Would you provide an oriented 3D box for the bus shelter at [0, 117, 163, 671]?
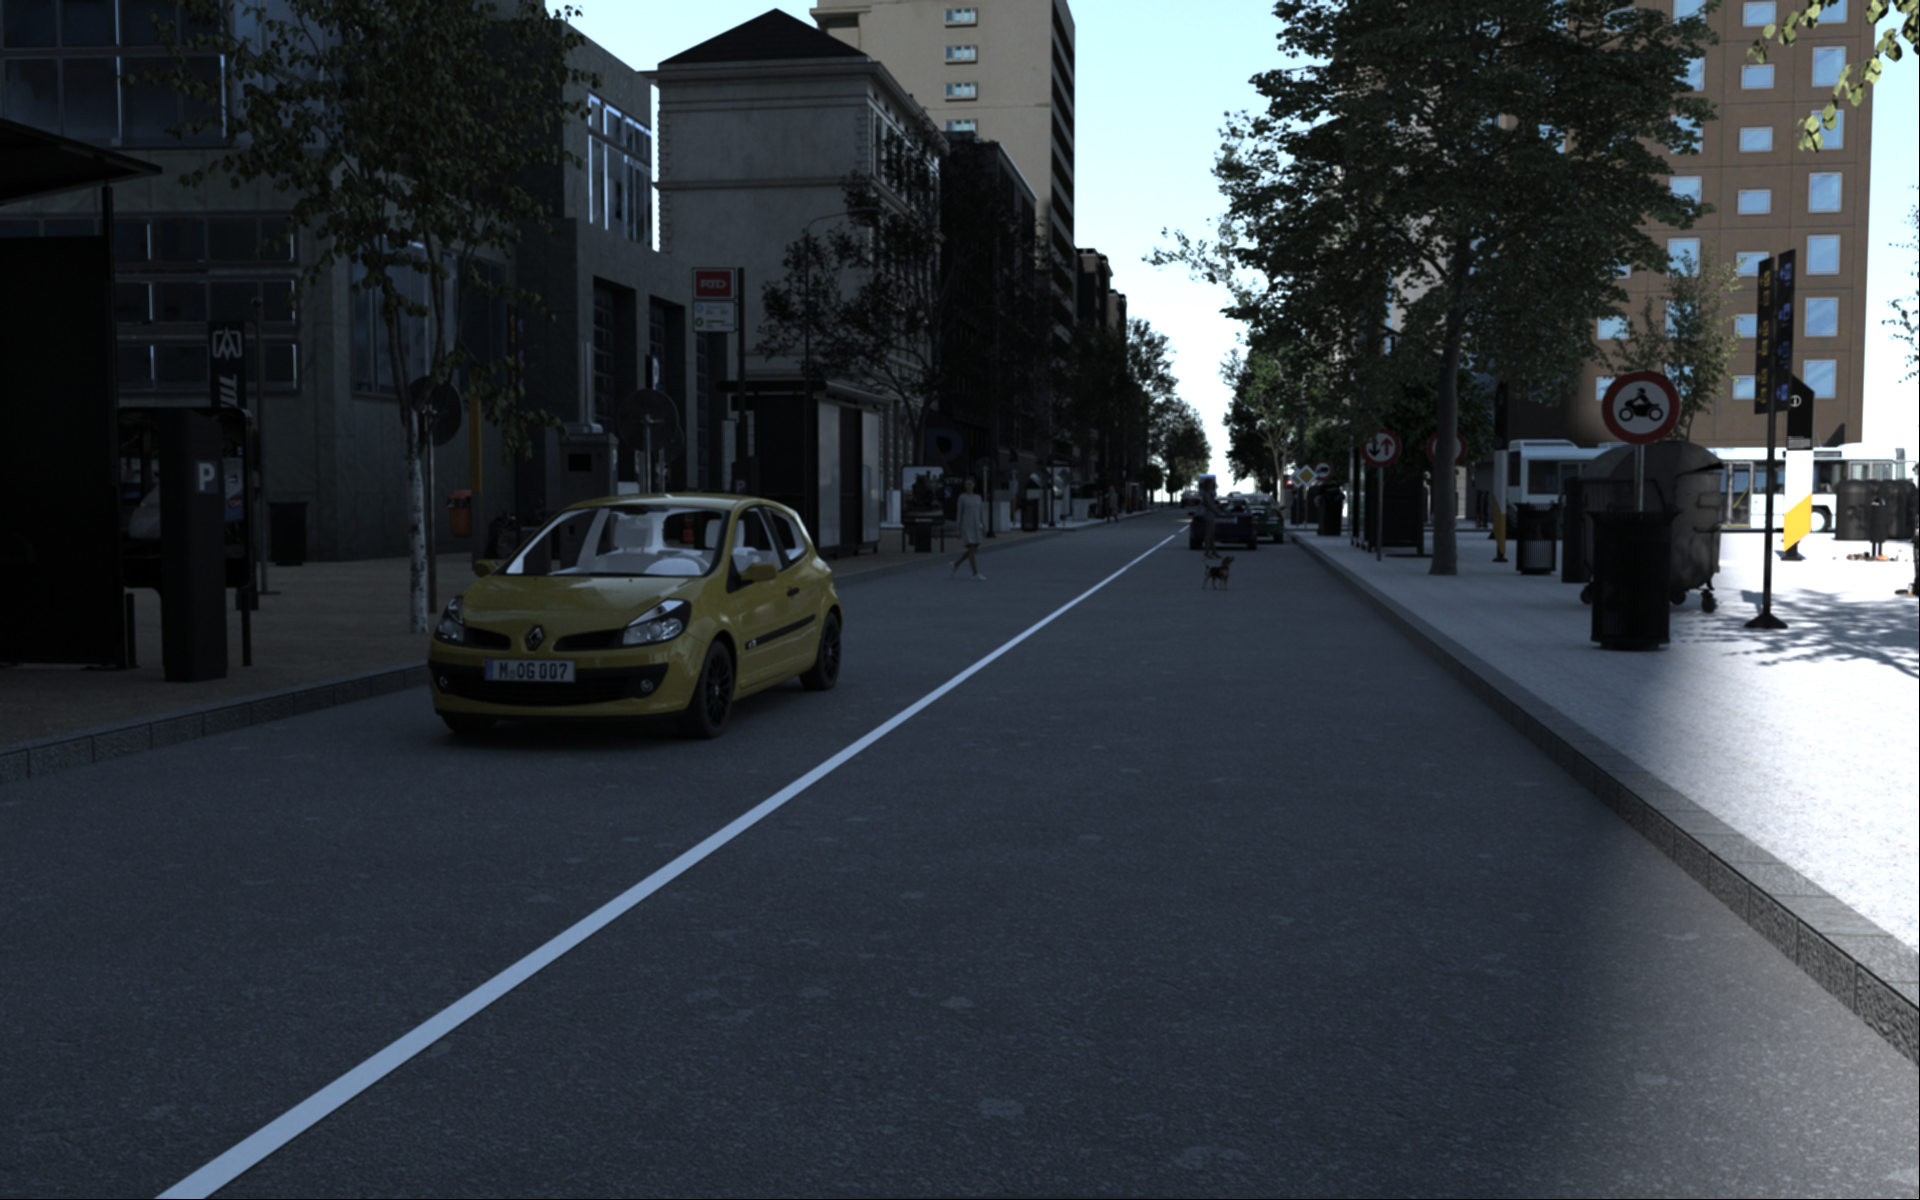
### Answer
[{"bbox_3d":[-7.051,-1.123,9.640,1.731,3.624,6.357,1,4,9],"label":"bus shelter"}]

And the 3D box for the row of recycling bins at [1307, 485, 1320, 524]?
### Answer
[{"bbox_3d":[15.988,-4.267,76.884,1.069,1.692,3.534,1,4,16],"label":"row of recycling bins"}]

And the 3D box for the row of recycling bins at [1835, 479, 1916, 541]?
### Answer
[{"bbox_3d":[25.683,-2.527,48.428,3.534,1.692,1.069,-3,4,-36],"label":"row of recycling bins"}]

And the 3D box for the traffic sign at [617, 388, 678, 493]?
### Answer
[{"bbox_3d":[-3.775,-1.273,20.920,0.768,2.556,0.104,1,4,9],"label":"traffic sign"}]

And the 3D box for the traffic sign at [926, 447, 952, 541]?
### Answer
[{"bbox_3d":[-0.656,-2.913,47.639,0.884,2.594,0.081,1,4,16],"label":"traffic sign"}]

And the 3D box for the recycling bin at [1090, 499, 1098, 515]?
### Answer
[{"bbox_3d":[7.110,-5.017,94.586,0.722,1.027,0.722,-2,4,-30],"label":"recycling bin"}]

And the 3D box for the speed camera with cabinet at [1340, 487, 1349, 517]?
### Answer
[{"bbox_3d":[21.514,-6.288,97.149,2.038,3.252,0.660,-2,4,-27],"label":"speed camera with cabinet"}]

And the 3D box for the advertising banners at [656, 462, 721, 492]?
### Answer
[{"bbox_3d":[-6.941,-2.953,44.467,2.074,3.025,0.090,-2,4,-29],"label":"advertising banners"}]

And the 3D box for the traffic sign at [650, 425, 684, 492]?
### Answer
[{"bbox_3d":[-4.950,-1.755,28.800,0.768,2.556,0.104,1,4,19],"label":"traffic sign"}]

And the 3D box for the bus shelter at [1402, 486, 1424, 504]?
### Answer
[{"bbox_3d":[12.621,-3.668,51.258,1.731,3.624,6.357,1,4,9],"label":"bus shelter"}]

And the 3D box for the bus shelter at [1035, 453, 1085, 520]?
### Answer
[{"bbox_3d":[5.101,-5.757,88.049,2.014,3.302,5.546,1,4,9],"label":"bus shelter"}]

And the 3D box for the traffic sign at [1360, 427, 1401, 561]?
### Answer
[{"bbox_3d":[8.020,-2.016,33.069,0.768,2.556,0.104,1,4,15],"label":"traffic sign"}]

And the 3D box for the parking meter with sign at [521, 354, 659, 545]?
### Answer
[{"bbox_3d":[-4.700,-1.567,21.884,1.738,3.016,0.543,0,4,-1],"label":"parking meter with sign"}]

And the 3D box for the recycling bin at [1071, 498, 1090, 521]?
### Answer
[{"bbox_3d":[5.682,-4.241,81.889,0.722,1.027,0.722,0,4,4],"label":"recycling bin"}]

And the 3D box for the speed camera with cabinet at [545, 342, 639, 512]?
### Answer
[{"bbox_3d":[-4.949,-1.777,23.396,0.660,3.252,2.038,1,4,9],"label":"speed camera with cabinet"}]

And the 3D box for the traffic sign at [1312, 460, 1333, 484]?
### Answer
[{"bbox_3d":[13.498,-3.939,64.507,0.768,2.556,0.104,1,4,13],"label":"traffic sign"}]

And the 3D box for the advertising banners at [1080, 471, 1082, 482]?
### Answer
[{"bbox_3d":[8.865,-8.140,129.269,0.090,3.025,2.074,1,4,16],"label":"advertising banners"}]

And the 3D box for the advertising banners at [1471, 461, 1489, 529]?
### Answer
[{"bbox_3d":[19.521,-4.215,65.110,0.090,3.025,2.074,0,4,-1],"label":"advertising banners"}]

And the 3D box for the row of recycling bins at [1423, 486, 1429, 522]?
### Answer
[{"bbox_3d":[19.057,-4.011,72.689,1.069,1.692,3.534,1,4,11],"label":"row of recycling bins"}]

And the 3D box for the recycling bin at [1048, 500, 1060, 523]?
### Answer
[{"bbox_3d":[4.016,-3.893,76.197,0.722,1.027,0.722,0,4,0],"label":"recycling bin"}]

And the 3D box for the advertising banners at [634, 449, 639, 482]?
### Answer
[{"bbox_3d":[-7.366,-2.599,38.674,0.090,3.025,2.074,0,4,2],"label":"advertising banners"}]

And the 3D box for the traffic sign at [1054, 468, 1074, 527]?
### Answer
[{"bbox_3d":[4.031,-3.882,67.114,0.795,2.450,0.064,1,4,9],"label":"traffic sign"}]

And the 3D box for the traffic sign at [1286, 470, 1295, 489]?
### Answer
[{"bbox_3d":[18.204,-5.767,94.295,0.884,2.594,0.081,1,4,11],"label":"traffic sign"}]

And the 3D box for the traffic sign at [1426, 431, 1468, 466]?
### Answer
[{"bbox_3d":[9.412,-2.045,33.540,0.768,2.556,0.104,1,4,14],"label":"traffic sign"}]

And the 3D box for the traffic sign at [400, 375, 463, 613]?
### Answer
[{"bbox_3d":[-5.676,-1.129,18.569,0.768,2.556,0.104,1,4,16],"label":"traffic sign"}]

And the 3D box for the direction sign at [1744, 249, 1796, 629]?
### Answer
[{"bbox_3d":[7.748,-1.501,16.538,0.379,3.537,0.876,0,4,6],"label":"direction sign"}]

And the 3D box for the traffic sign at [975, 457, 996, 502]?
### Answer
[{"bbox_3d":[0.874,-3.670,60.117,0.768,2.556,0.104,1,4,18],"label":"traffic sign"}]

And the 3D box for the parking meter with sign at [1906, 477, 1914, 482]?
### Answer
[{"bbox_3d":[43.075,-5.065,79.069,0.543,3.016,1.738,-1,4,-21],"label":"parking meter with sign"}]

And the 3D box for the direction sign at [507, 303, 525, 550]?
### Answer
[{"bbox_3d":[-5.383,-1.777,21.053,0.379,3.537,0.876,0,4,-4],"label":"direction sign"}]

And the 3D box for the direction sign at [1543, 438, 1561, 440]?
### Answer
[{"bbox_3d":[24.158,-4.819,70.784,0.379,3.537,0.876,-2,4,-29],"label":"direction sign"}]

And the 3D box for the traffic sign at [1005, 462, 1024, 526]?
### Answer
[{"bbox_3d":[2.141,-4.187,68.559,0.768,2.556,0.104,1,4,18],"label":"traffic sign"}]

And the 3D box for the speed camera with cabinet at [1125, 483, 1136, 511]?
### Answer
[{"bbox_3d":[13.349,-8.636,135.535,0.660,3.252,2.038,1,4,13],"label":"speed camera with cabinet"}]

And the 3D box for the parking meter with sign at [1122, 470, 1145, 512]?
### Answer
[{"bbox_3d":[12.795,-8.029,127.540,1.738,3.016,0.543,3,4,36],"label":"parking meter with sign"}]

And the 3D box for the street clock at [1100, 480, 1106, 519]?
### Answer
[{"bbox_3d":[7.238,-5.087,87.736,0.358,2.002,0.471,0,4,2],"label":"street clock"}]

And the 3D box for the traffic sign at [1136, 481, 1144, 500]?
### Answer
[{"bbox_3d":[14.245,-8.263,137.228,0.606,2.300,0.079,1,4,17],"label":"traffic sign"}]

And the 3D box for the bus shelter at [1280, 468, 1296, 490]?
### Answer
[{"bbox_3d":[25.788,-8.631,135.041,2.014,3.302,5.546,1,4,9],"label":"bus shelter"}]

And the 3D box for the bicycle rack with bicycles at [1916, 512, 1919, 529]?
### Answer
[{"bbox_3d":[35.968,-3.030,62.925,2.925,0.926,2.852,0,4,-7],"label":"bicycle rack with bicycles"}]

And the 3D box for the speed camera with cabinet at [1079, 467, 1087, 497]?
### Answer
[{"bbox_3d":[9.631,-7.991,124.993,2.038,3.252,0.660,1,4,21],"label":"speed camera with cabinet"}]

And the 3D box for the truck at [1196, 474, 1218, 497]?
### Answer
[{"bbox_3d":[33.782,-15.041,235.681,2.967,4.110,18.799,1,4,9],"label":"truck"}]

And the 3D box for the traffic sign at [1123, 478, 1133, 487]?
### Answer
[{"bbox_3d":[12.655,-7.994,130.808,0.768,2.556,0.104,1,4,17],"label":"traffic sign"}]

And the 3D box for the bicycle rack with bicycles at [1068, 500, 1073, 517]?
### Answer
[{"bbox_3d":[5.709,-5.156,97.680,2.852,0.926,2.925,1,4,22],"label":"bicycle rack with bicycles"}]

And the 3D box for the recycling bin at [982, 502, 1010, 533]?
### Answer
[{"bbox_3d":[1.195,-2.720,57.019,0.722,1.027,0.722,2,4,27],"label":"recycling bin"}]

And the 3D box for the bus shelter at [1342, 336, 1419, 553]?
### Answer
[{"bbox_3d":[10.371,-3.923,41.778,2.179,5.291,8.768,1,4,9],"label":"bus shelter"}]

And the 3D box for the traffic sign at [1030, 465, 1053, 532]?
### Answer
[{"bbox_3d":[2.772,-3.400,59.229,0.795,2.450,0.064,1,4,9],"label":"traffic sign"}]

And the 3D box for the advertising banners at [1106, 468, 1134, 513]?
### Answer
[{"bbox_3d":[10.527,-7.265,114.975,2.074,3.025,0.090,0,4,3],"label":"advertising banners"}]

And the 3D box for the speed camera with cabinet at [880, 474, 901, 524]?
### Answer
[{"bbox_3d":[-3.101,-4.923,74.825,2.038,3.252,0.660,-2,4,-26],"label":"speed camera with cabinet"}]

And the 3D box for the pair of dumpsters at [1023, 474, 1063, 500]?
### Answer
[{"bbox_3d":[3.882,-4.826,81.401,1.574,2.255,4.437,1,4,9],"label":"pair of dumpsters"}]

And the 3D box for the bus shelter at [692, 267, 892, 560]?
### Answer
[{"bbox_3d":[-3.246,-3.404,33.293,2.179,5.291,8.768,1,4,9],"label":"bus shelter"}]

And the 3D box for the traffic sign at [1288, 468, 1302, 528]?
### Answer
[{"bbox_3d":[12.811,-3.795,65.697,0.795,2.450,0.064,1,4,9],"label":"traffic sign"}]

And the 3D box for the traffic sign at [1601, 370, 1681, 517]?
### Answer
[{"bbox_3d":[7.001,-1.086,17.868,0.768,2.556,0.104,1,4,17],"label":"traffic sign"}]

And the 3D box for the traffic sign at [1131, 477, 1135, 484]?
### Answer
[{"bbox_3d":[13.040,-8.061,131.802,0.884,2.594,0.081,1,4,14],"label":"traffic sign"}]

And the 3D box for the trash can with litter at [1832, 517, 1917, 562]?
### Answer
[{"bbox_3d":[17.906,-1.388,33.744,1.678,1.210,2.233,1,4,16],"label":"trash can with litter"}]

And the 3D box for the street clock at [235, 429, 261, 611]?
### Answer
[{"bbox_3d":[-7.881,-0.888,19.087,0.358,2.002,0.471,-3,5,-41],"label":"street clock"}]
